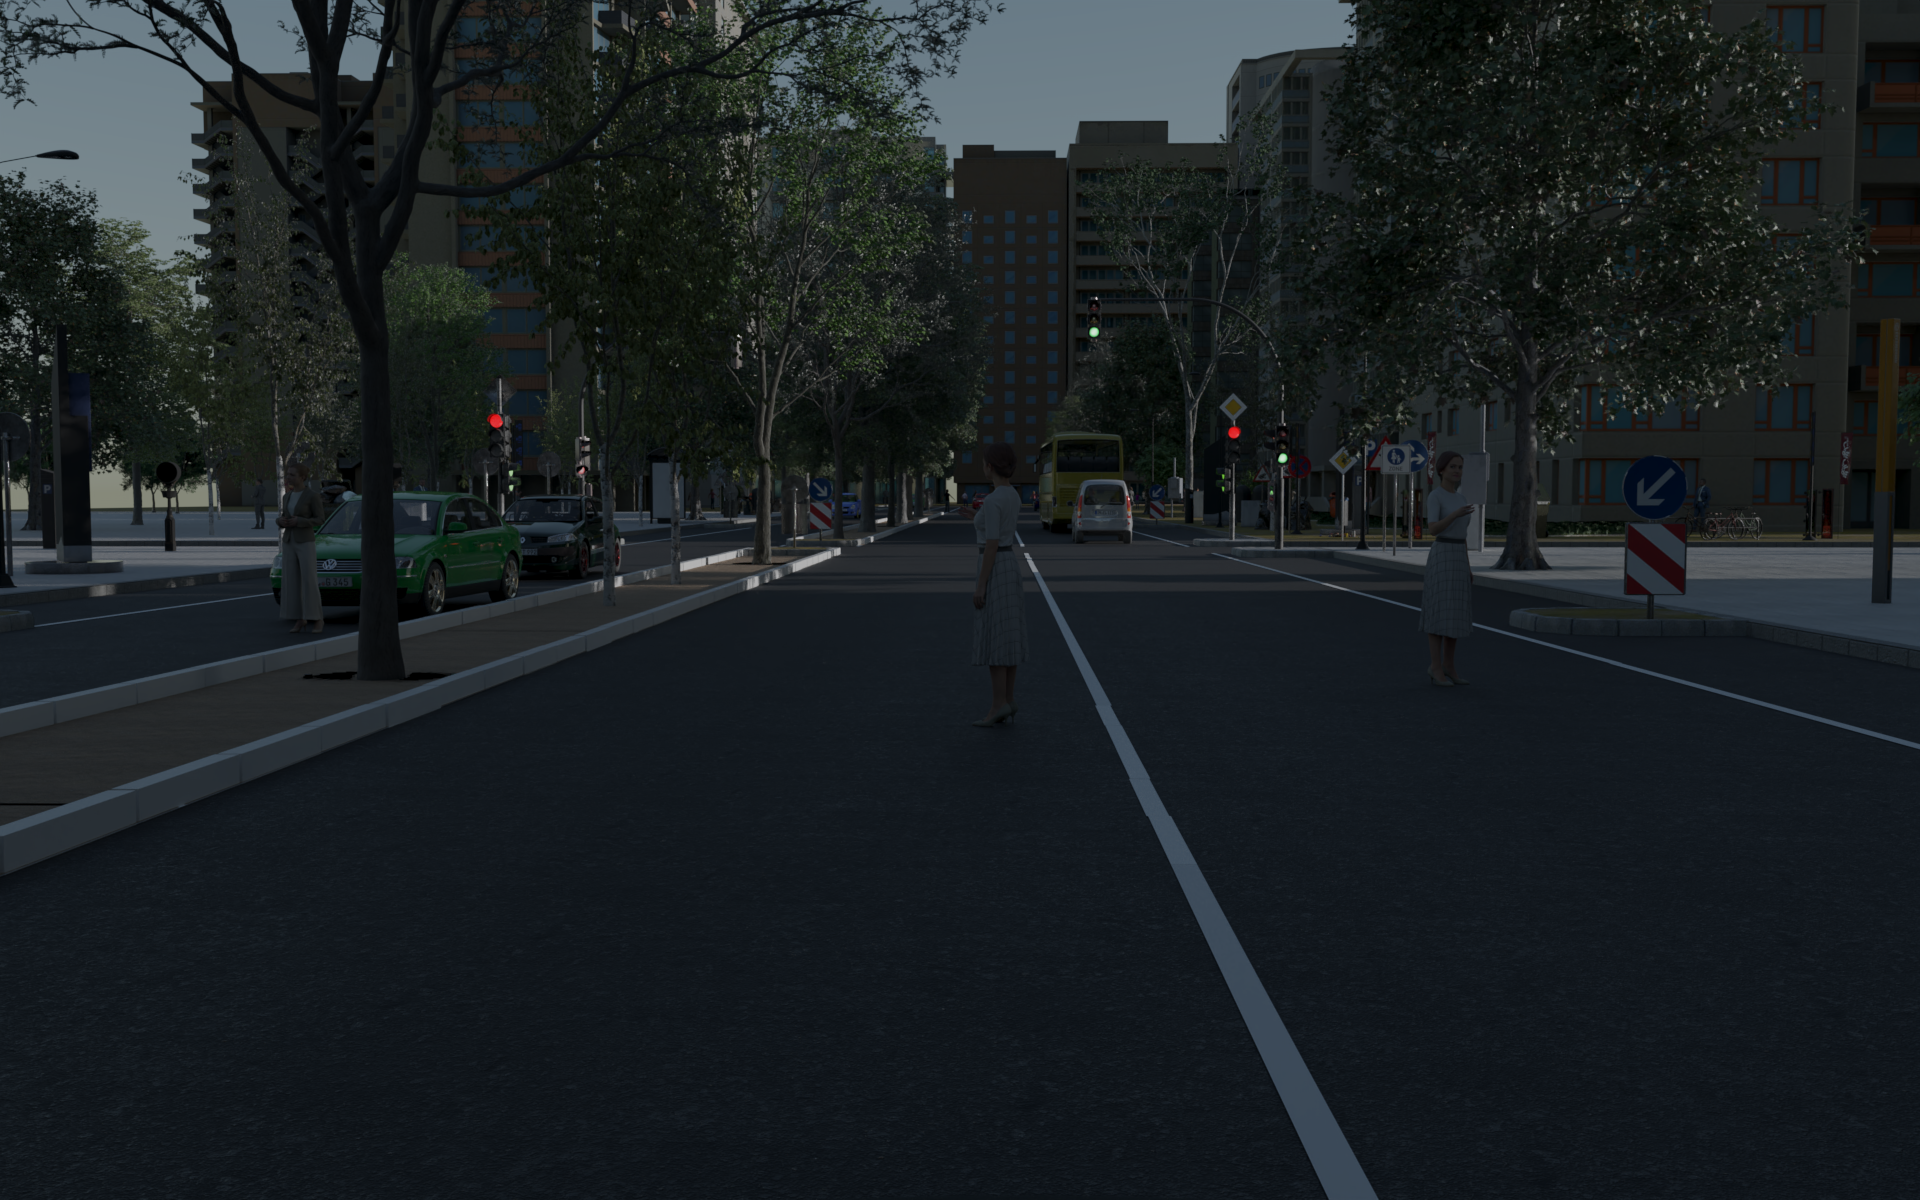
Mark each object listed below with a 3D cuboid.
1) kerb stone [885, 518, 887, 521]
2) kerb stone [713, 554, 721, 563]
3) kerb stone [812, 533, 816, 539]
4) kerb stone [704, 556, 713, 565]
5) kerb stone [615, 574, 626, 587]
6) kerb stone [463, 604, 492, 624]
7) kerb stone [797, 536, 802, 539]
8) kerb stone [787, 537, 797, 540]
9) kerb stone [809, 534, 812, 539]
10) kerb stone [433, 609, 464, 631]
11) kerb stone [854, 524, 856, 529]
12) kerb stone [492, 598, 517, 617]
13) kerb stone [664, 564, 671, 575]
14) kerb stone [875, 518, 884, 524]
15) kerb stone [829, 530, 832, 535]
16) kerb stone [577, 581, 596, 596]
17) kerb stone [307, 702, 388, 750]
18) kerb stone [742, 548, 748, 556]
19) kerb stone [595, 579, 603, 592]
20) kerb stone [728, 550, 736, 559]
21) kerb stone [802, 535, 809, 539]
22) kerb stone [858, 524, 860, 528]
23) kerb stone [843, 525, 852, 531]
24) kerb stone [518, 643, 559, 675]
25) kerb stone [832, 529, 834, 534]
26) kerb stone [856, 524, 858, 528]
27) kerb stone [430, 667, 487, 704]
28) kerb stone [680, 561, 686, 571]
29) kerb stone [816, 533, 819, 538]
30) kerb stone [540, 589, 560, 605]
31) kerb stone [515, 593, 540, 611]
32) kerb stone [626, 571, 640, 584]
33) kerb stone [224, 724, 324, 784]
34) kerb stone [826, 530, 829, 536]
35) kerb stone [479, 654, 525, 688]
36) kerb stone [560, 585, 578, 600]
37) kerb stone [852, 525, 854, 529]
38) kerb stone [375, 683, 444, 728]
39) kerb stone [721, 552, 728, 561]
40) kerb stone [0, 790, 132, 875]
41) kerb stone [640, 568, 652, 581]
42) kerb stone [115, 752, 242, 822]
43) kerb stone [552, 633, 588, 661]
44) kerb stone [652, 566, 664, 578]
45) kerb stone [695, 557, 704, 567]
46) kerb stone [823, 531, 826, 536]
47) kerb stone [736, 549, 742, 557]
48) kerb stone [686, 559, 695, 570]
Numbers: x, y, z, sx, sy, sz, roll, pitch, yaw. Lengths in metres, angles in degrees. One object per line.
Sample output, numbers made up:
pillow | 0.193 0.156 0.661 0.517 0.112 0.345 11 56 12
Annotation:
kerb stone | -4.014 -4.126 89.656 0.120 0.150 1.000 0 4 1
kerb stone | -5.144 -0.827 35.826 0.120 0.150 1.000 0 4 1
kerb stone | -4.741 -1.992 54.767 0.120 0.150 1.000 0 4 1
kerb stone | -5.160 -0.771 34.798 0.120 0.150 1.000 0 4 1
kerb stone | -5.332 -0.269 26.599 0.120 0.150 1.000 0 4 1
kerb stone | -5.481 0.169 19.424 0.120 0.150 1.000 0 4 1
kerb stone | -4.827 -1.742 50.676 0.120 0.150 1.000 0 4 1
kerb stone | -4.851 -1.679 49.645 0.120 0.150 1.000 0 4 1
kerb stone | -4.772 -1.927 53.742 0.120 0.150 1.000 0 4 1
kerb stone | -5.509 0.232 18.403 0.120 0.150 1.000 0 4 1
kerb stone | -4.424 -2.933 70.146 0.120 0.150 1.000 0 4 1
kerb stone | -5.459 0.115 20.446 0.120 0.150 1.000 0 4 1
kerb stone | -5.251 -0.520 30.692 0.120 0.150 1.000 0 4 1
kerb stone | -4.054 -3.994 87.607 0.120 0.150 1.000 0 4 1
kerb stone | -4.634 -2.303 59.889 0.120 0.150 1.000 0 4 1
kerb stone | -5.376 -0.143 24.554 0.120 0.150 1.000 0 4 1
kerb stone | -3.580 0.741 10.081 0.120 0.150 1.000 0 4 1
kerb stone | -5.060 -1.083 39.936 0.120 0.150 1.000 0 4 1
kerb stone | -5.355 -0.207 25.576 0.120 0.150 1.000 0 4 1
kerb stone | -5.098 -0.959 37.878 0.120 0.150 1.000 0 4 1
kerb stone | -4.789 -1.867 52.720 0.120 0.150 1.000 0 4 1
kerb stone | -4.383 -3.058 72.191 0.120 0.150 1.000 0 4 1
kerb stone | -4.456 -2.808 68.102 0.120 0.150 1.000 0 4 1
kerb stone | -3.490 0.490 14.188 0.120 0.150 1.000 0 4 1
kerb stone | -4.615 -2.365 60.911 0.120 0.150 1.000 0 4 1
kerb stone | -4.397 -2.991 71.168 0.120 0.150 1.000 0 4 1
kerb stone | -3.540 0.615 12.135 0.120 0.150 1.000 0 4 1
kerb stone | -5.223 -0.580 31.716 0.120 0.150 1.000 0 4 1
kerb stone | -4.722 -2.055 55.791 0.120 0.150 1.000 0 4 1
kerb stone | -5.410 -0.019 22.501 0.120 0.150 1.000 0 4 1
kerb stone | -5.435 0.044 21.475 0.120 0.150 1.000 0 4 1
kerb stone | -5.304 -0.332 27.621 0.120 0.150 1.000 0 4 1
kerb stone | -3.596 0.803 9.059 0.120 0.150 1.000 0 4 1
kerb stone | -4.653 -2.238 58.865 0.120 0.150 1.000 0 4 1
kerb stone | -3.519 0.554 13.161 0.120 0.150 1.000 0 4 1
kerb stone | -5.398 -0.074 23.523 0.120 0.150 1.000 0 4 1
kerb stone | -4.445 -2.869 69.124 0.120 0.150 1.000 0 4 1
kerb stone | -3.549 0.678 11.105 0.120 0.150 1.000 0 4 1
kerb stone | -5.120 -0.892 36.854 0.120 0.150 1.000 0 4 1
kerb stone | -3.640 0.930 7.004 0.120 0.150 1.000 0 4 1
kerb stone | -5.290 -0.394 28.643 0.120 0.150 1.000 0 4 1
kerb stone | -3.622 0.866 8.037 0.120 0.150 1.000 0 4 1
kerb stone | -3.473 0.432 15.221 0.120 0.150 1.000 0 4 1
kerb stone | -5.273 -0.454 29.665 0.120 0.150 1.000 0 4 1
kerb stone | -5.182 -0.708 33.771 0.120 0.150 1.000 0 4 1
kerb stone | -4.676 -2.177 57.837 0.120 0.150 1.000 0 4 1
kerb stone | -5.078 -1.022 38.907 0.120 0.150 1.000 0 4 1
kerb stone | -5.198 -0.645 32.749 0.120 0.150 1.000 0 4 1
